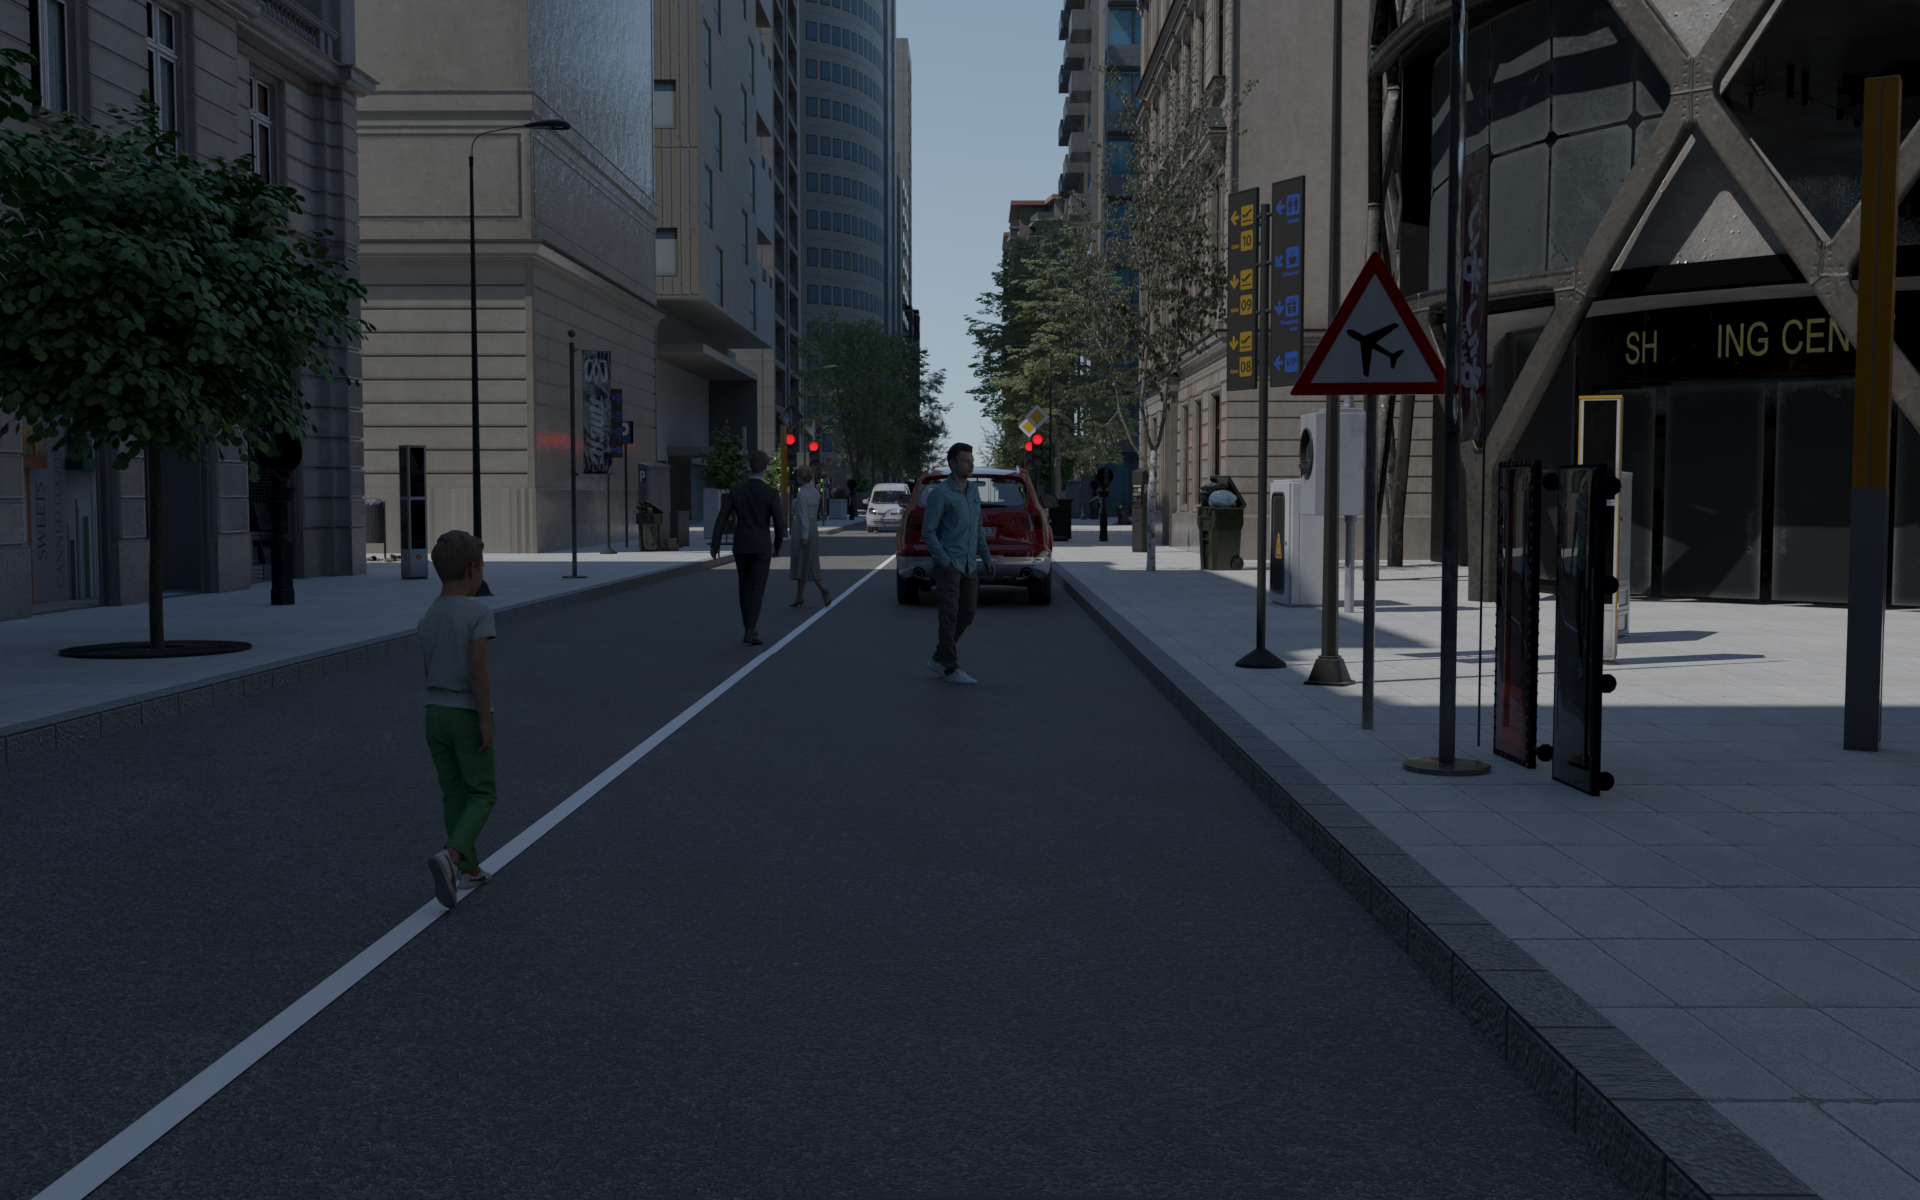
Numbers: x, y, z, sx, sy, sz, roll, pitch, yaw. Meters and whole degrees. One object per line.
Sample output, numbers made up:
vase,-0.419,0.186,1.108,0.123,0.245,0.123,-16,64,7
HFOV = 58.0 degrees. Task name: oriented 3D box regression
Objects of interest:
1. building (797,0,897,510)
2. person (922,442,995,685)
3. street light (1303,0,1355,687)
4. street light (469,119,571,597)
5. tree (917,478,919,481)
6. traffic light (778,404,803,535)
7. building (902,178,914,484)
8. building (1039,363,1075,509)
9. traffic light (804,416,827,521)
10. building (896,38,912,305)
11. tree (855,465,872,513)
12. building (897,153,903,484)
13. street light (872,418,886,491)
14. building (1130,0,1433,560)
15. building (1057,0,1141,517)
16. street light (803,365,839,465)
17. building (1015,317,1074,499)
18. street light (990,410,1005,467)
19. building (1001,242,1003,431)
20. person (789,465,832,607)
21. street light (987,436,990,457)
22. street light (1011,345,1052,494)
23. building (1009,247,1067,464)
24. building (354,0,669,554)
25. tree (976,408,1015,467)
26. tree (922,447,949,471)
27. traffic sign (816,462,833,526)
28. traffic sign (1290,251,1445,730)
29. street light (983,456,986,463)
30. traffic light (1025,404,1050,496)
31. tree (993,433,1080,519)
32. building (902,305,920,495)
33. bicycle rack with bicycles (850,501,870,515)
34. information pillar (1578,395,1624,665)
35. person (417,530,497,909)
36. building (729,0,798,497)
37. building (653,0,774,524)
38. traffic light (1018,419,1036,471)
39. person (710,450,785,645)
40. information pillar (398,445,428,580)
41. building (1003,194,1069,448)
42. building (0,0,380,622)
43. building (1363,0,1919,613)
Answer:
building,-17.681,-38.998,179.610,21.231,58.520,28.212,0,4,0
person,-0.061,-0.289,13.249,0.620,1.820,0.660,2,4,35
street light,1.955,-2.385,11.533,1.470,5.913,1.316,0,4,0
street light,-5.524,-3.002,21.627,1.470,5.913,1.316,0,4,0
tree,-4.019,-16.476,253.098,4.285,4.588,4.351,0,3,0
traffic light,-5.270,-3.992,54.195,0.839,4.253,0.868,0,4,0
building,-18.534,-37.810,237.805,23.786,49.044,30.456,0,4,0
building,22.829,-28.280,154.259,32.217,40.220,23.993,0,4,0
traffic light,-5.201,-4.481,62.180,0.839,4.253,0.868,0,4,0
building,-15.852,-51.320,277.337,20.563,71.187,20.611,0,4,0
tree,-6.782,-7.508,117.358,1.663,3.219,1.824,0,3,0
building,-13.983,-31.690,201.722,14.154,41.232,14.086,0,4,0
street light,-4.754,-8.123,105.356,1.470,5.913,1.316,0,4,0
building,9.834,-10.854,42.096,10.561,19.102,19.286,0,4,0
building,17.587,-29.846,107.590,23.786,49.044,30.456,0,4,0
street light,-5.083,-5.512,62.660,1.470,5.913,1.316,0,4,0
building,19.980,-20.632,182.376,27.650,21.520,28.899,0,4,0
street light,2.529,-7.470,94.675,1.470,5.913,1.316,0,4,0
building,17.787,-38.366,281.906,22.147,44.769,28.867,0,4,0
person,-1.890,-0.802,21.845,0.641,1.798,0.478,3,4,38
street light,2.995,-10.075,137.275,1.470,5.913,1.316,0,4,0
street light,2.289,-4.990,54.133,1.470,5.913,1.316,0,4,0
building,13.315,-26.417,203.623,14.160,30.474,14.107,0,4,0
building,-23.272,-12.886,43.962,30.059,22.955,16.112,0,4,0
tree,3.634,-11.758,142.610,4.737,8.622,4.395,0,3,0
tree,-4.980,-22.158,296.686,8.767,10.594,7.601,-2,4,-24
traffic sign,-5.414,-4.191,68.625,0.768,2.556,0.104,0,4,6
traffic sign,2.226,-0.574,9.386,0.884,2.594,0.081,0,4,4
street light,3.276,-12.092,170.252,1.470,5.913,1.316,0,4,0
traffic light,2.391,-3.989,54.145,0.839,4.253,0.868,0,4,0
tree,4.169,-5.992,81.677,4.285,4.588,4.351,0,3,0
building,-13.206,-29.900,260.567,14.160,30.474,14.107,0,4,0
bicycle rack with bicycles,-6.471,-5.815,108.459,2.852,0.926,2.925,1,4,11
information pillar,4.829,-0.526,13.096,0.304,2.012,0.304,1,4,22
person,-1.779,0.406,6.117,0.306,1.304,0.590,0,4,4
building,-18.859,-41.133,110.773,20.563,71.187,20.611,0,4,0
building,-22.953,-29.788,76.269,28.713,52.752,27.495,0,4,0
traffic light,2.460,-4.478,62.130,0.839,4.253,0.868,0,4,0
person,-1.982,-0.511,16.625,0.659,1.850,0.755,1,4,11
information pillar,-8.224,-1.319,26.063,0.304,2.012,0.304,-3,5,-43
building,18.041,-36.567,252.488,22.147,44.769,28.867,0,4,0
building,-15.489,-10.634,15.674,13.314,21.916,24.055,0,4,0
building,14.053,-9.578,24.055,16.820,18.784,16.811,0,4,0
